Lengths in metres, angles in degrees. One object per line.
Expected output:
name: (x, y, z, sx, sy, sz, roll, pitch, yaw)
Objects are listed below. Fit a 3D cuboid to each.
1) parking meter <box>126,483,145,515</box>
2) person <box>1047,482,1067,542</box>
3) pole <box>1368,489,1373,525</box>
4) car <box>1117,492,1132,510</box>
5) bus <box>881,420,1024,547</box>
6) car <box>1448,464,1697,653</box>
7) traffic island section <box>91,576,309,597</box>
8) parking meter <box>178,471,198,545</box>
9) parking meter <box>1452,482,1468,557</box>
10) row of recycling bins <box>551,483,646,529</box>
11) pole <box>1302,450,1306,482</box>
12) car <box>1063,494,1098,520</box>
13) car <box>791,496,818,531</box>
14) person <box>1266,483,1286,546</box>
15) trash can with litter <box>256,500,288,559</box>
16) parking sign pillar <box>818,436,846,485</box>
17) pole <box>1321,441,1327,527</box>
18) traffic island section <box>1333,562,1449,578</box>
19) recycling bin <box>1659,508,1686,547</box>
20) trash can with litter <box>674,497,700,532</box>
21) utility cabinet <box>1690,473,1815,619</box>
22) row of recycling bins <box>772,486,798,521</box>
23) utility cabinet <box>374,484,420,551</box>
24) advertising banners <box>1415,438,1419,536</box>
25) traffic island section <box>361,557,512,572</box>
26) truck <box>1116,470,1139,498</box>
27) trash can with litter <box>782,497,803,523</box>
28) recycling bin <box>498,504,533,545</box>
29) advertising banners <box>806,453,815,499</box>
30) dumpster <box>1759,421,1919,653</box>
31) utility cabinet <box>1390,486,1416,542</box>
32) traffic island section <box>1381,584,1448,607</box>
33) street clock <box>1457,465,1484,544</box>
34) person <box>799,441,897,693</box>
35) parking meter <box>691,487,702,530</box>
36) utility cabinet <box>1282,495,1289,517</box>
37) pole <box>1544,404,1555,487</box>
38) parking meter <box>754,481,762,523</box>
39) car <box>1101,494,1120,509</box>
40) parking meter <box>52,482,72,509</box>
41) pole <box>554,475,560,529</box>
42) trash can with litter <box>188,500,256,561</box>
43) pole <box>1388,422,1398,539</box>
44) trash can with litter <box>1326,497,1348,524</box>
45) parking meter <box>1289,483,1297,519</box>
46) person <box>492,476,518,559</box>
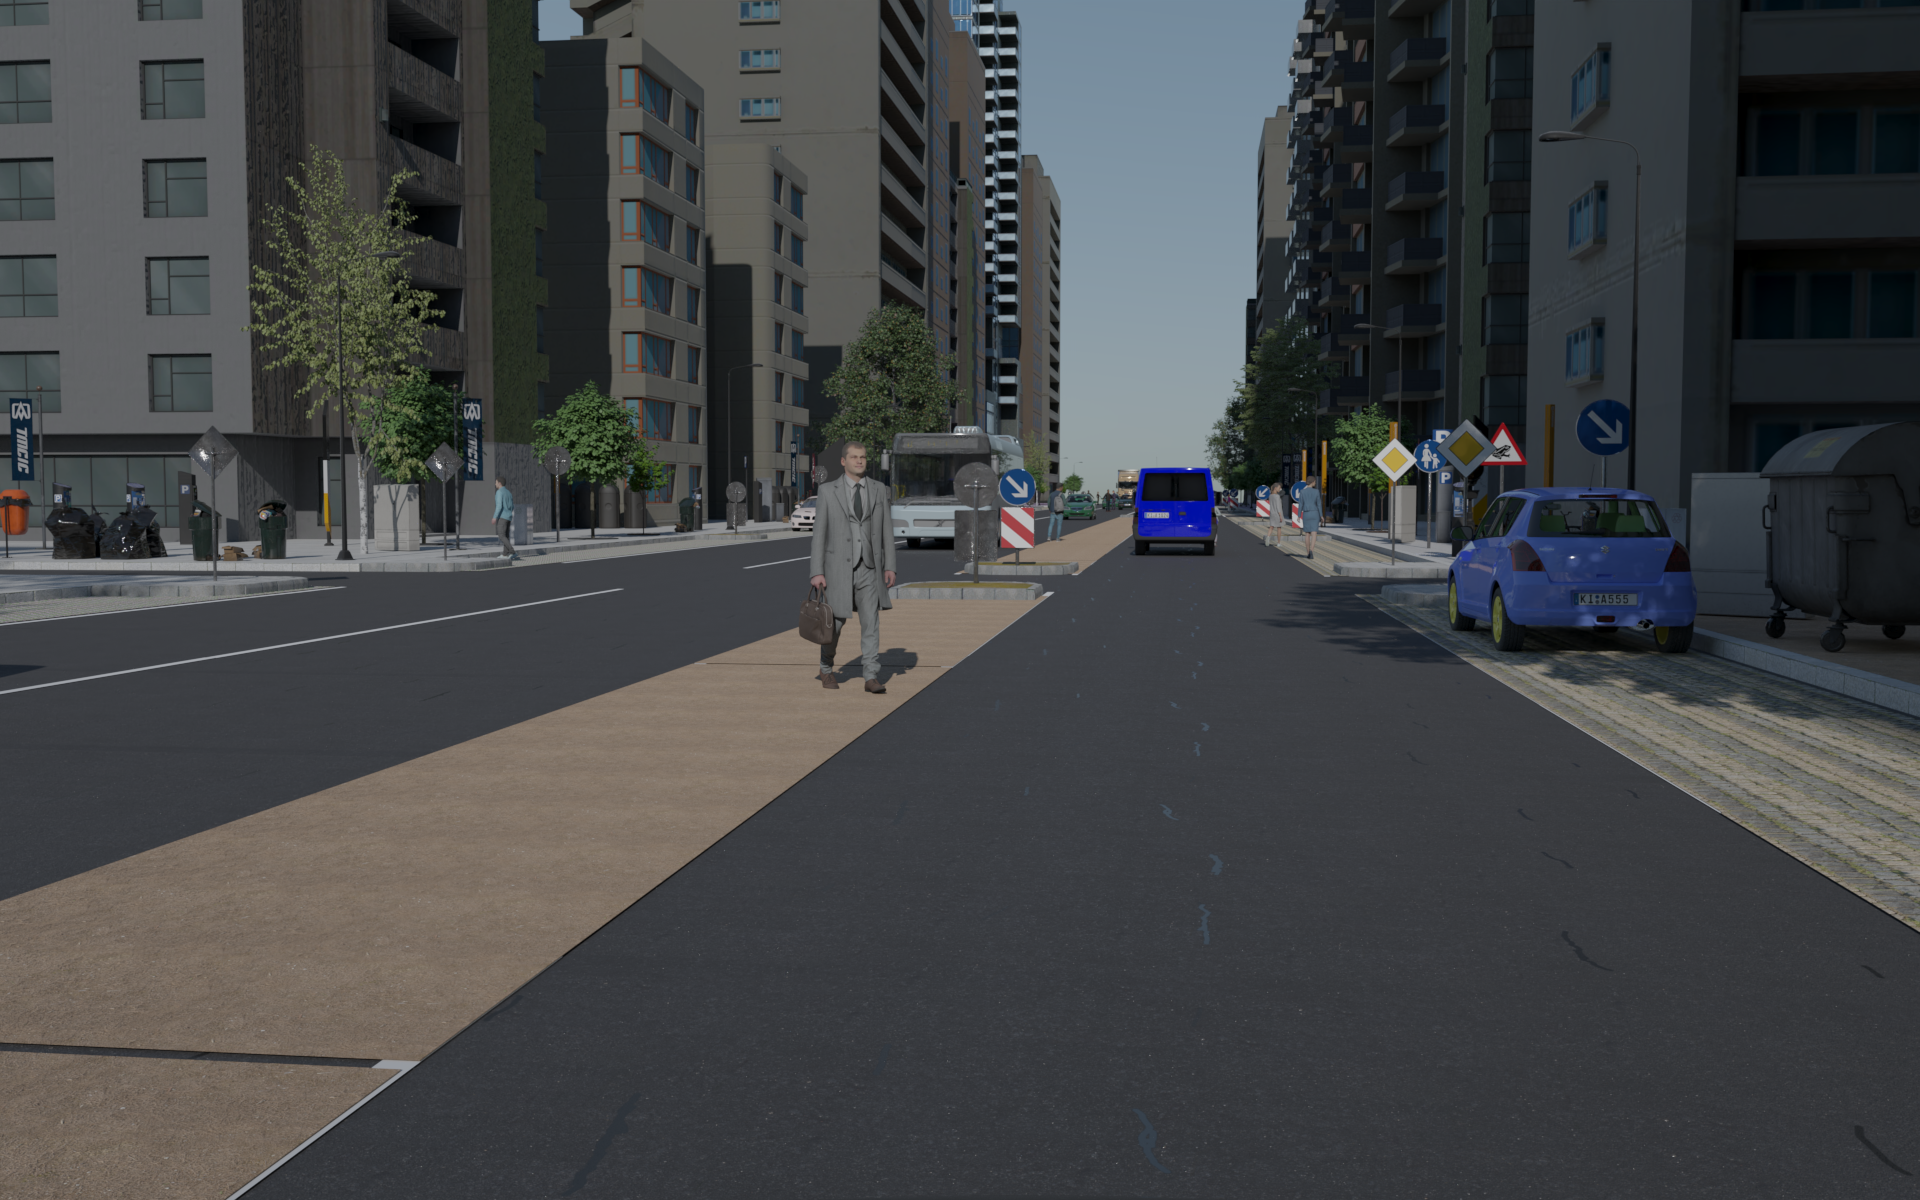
parking meter: (-18.252, -1.833, 38.385, 0.372, 1.533, 0.369, 0, 3, 0)
person: (2.908, -2.634, 51.912, 0.623, 1.781, 0.721, 1, 4, 14)
pole: (17.288, -4.831, 72.836, 0.158, 3.312, 0.155, 0, 3, 0)
car: (15.225, -8.969, 156.431, 2.009, 1.686, 4.222, 1, 4, 9)
bus: (0.096, -3.324, 49.204, 2.948, 3.499, 13.247, 0, 4, 6)
car: (5.843, -0.446, 16.890, 1.945, 1.707, 3.694, 0, 4, 6)
traffic island section: (-10.982, -0.196, 25.493, 2.009, 0.180, 2.903, 0, 4, 7)
parking meter: (-19.560, -2.335, 43.894, 0.399, 1.863, 0.255, 0, 4, -1)
parking meter: (10.212, -1.642, 35.252, 0.372, 1.533, 0.369, 0, 3, 0)
row of recycling bins: (-13.442, -3.503, 64.382, 3.534, 1.692, 1.069, 0, 4, -5)
pole: (15.999, -5.302, 80.523, 0.158, 3.312, 0.155, 0, 3, 0)
car: (6.682, -5.224, 97.209, 2.131, 1.459, 4.920, 0, 4, 7)
car: (-5.270, -3.364, 67.361, 2.083, 1.381, 4.827, 0, 4, 8)
person: (8.563, -2.310, 47.022, 0.466, 1.731, 0.760, 2, 4, 33)
trash can with litter: (-13.713, -1.396, 34.218, 1.055, 1.170, 0.624, 3, 5, 45)
parking sign pillar: (-5.909, -5.611, 80.218, 1.447, 3.967, 1.447, 1, 4, 13)
pole: (13.987, -4.450, 66.600, 0.158, 3.312, 0.155, 0, 3, 0)
traffic island section: (7.794, -0.539, 31.093, 2.009, 0.180, 2.903, 0, 4, 7)
recycling bin: (12.280, -1.094, 30.448, 0.722, 1.027, 0.722, 0, 4, 4)
trash can with litter: (-9.215, -2.869, 58.298, 0.624, 1.170, 1.055, 1, 4, 11)
utility cabinet: (8.254, -0.572, 18.026, 1.173, 1.500, 0.318, 3, 5, 43)
row of recycling bins: (-8.779, -4.786, 85.362, 1.069, 1.692, 3.534, 1, 4, 14)
utility cabinet: (-12.705, -1.856, 39.022, 1.173, 1.500, 0.318, 2, 4, 33)
advertising banners: (14.237, -3.535, 53.988, 0.090, 3.025, 2.074, 1, 4, 18)
traffic island section: (-9.945, -0.681, 33.411, 2.009, 0.180, 2.903, 0, 4, 7)
truck: (19.560, -12.966, 200.903, 2.839, 4.237, 11.283, 0, 4, 6)
trash can with litter: (-7.416, -3.988, 76.583, 1.055, 1.170, 0.624, 0, 4, -6)
recycling bin: (-11.205, -1.904, 43.679, 0.722, 1.027, 0.722, 0, 4, 0)
advertising banners: (-6.439, -4.800, 74.669, 0.090, 3.025, 2.074, -1, 4, -14)
dumpster: (7.662, -0.540, 14.584, 1.264, 1.857, 1.865, 0, 4, 8)
utility cabinet: (11.719, -2.272, 45.822, 0.318, 1.500, 1.173, 2, 4, 32)
traffic island section: (6.758, -0.055, 23.175, 2.009, 0.180, 2.903, 0, 4, 7)
street clock: (9.663, -1.728, 32.825, 0.471, 2.002, 0.358, 1, 4, 10)
person: (-0.784, -0.239, 12.510, 0.694, 1.812, 0.767, -1, 4, -21)
parking meter: (-9.337, -3.246, 61.489, 0.372, 1.533, 0.369, 0, 3, 0)
utility cabinet: (18.676, -5.356, 98.726, 0.306, 1.237, 1.020, -1, 4, -8)
pole: (13.409, -2.789, 39.445, 0.158, 3.312, 0.155, 0, 3, 0)
parking meter: (-9.029, -4.389, 77.473, 0.255, 1.863, 0.399, 1, 4, 23)
car: (14.613, -9.464, 166.539, 2.131, 1.459, 4.920, 0, 4, 6)
parking meter: (-19.398, -1.777, 37.458, 0.372, 1.533, 0.369, 0, 3, 0)
pole: (-14.777, -4.259, 63.480, 0.158, 3.312, 0.155, 0, 3, 0)
trash can with litter: (-14.215, -1.335, 33.221, 1.055, 1.170, 0.624, 0, 4, -3)
pole: (12.300, -3.387, 49.215, 0.158, 3.312, 0.155, 0, 3, 0)
trash can with litter: (16.354, -3.915, 75.404, 1.055, 1.170, 0.624, -3, 4, -38)
parking meter: (19.381, -5.809, 100.694, 0.399, 1.863, 0.255, 3, 5, 40)
person: (-9.916, -1.792, 37.816, 0.620, 1.820, 0.660, 0, 4, 8)
